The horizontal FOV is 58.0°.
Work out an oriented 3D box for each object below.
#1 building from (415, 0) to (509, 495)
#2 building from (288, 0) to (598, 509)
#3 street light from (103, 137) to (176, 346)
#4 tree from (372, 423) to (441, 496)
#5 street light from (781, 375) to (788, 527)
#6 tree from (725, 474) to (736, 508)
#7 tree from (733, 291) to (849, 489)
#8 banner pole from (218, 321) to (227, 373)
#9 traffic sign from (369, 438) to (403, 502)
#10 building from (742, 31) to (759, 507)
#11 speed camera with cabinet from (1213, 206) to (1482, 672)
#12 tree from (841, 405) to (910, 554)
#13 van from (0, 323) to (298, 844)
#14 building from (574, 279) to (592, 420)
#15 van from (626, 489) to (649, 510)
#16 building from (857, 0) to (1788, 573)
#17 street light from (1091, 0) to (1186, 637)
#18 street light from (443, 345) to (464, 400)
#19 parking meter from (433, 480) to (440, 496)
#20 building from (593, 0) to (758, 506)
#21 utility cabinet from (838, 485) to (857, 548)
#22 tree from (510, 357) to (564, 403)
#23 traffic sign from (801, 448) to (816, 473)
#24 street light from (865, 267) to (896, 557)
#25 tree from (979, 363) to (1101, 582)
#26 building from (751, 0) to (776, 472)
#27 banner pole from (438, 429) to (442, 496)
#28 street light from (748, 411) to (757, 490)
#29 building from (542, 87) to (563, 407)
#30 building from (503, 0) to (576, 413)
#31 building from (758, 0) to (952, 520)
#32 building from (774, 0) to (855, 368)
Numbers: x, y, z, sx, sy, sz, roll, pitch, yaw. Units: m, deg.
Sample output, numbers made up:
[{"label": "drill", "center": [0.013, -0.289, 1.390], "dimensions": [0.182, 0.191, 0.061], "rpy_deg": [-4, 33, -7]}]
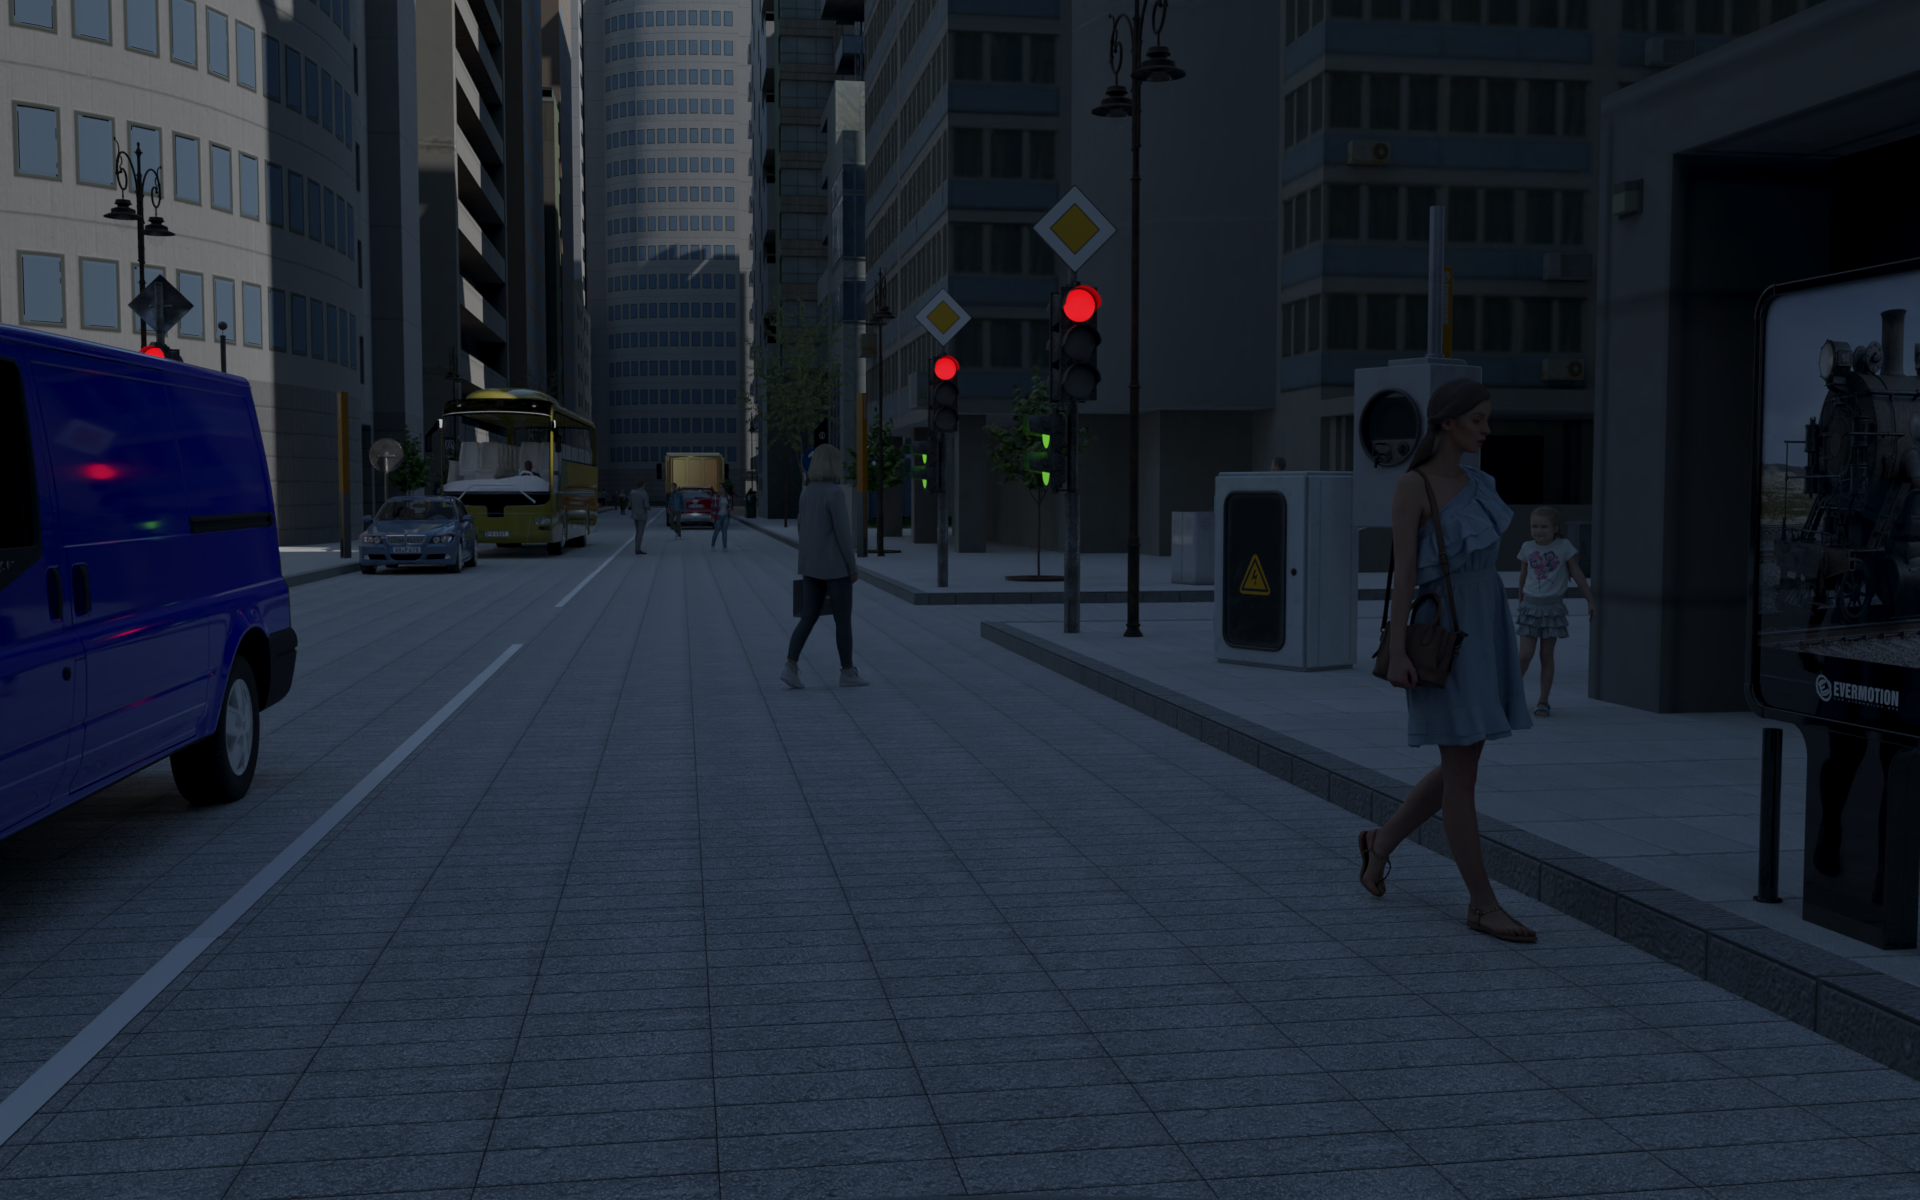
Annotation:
[{"label": "building", "center": [-32.137, -27.690, 76.429], "dimensions": [21.300, 48.544, 21.600], "rpy_deg": [-1, 4, -9]}, {"label": "building", "center": [-54.641, -39.454, 187.063], "dimensions": [28.212, 58.520, 21.231], "rpy_deg": [-1, 4, -9]}, {"label": "street light", "center": [-10.789, -3.066, 22.918], "dimensions": [0.468, 5.910, 1.993], "rpy_deg": [-1, 4, -9]}, {"label": "tree", "center": [-15.154, -3.216, 47.186], "dimensions": [1.663, 3.219, 1.824], "rpy_deg": [0, 3, 0]}, {"label": "street light", "center": [-6.709, -5.732, 66.510], "dimensions": [0.468, 5.910, 1.993], "rpy_deg": [-1, 4, -9]}, {"label": "tree", "center": [-22.225, -10.439, 165.275], "dimensions": [1.663, 3.219, 1.824], "rpy_deg": [0, 3, 0]}, {"label": "tree", "center": [-5.747, -6.821, 61.886], "dimensions": [4.737, 8.622, 4.395], "rpy_deg": [0, 3, 0]}, {"label": "banner pole", "center": [-10.790, -2.165, 25.418], "dimensions": [0.401, 3.779, 0.863], "rpy_deg": [-2, 4, -27]}, {"label": "traffic sign", "center": [-13.108, -2.415, 39.596], "dimensions": [0.768, 2.556, 0.104], "rpy_deg": [0, 4, -2]}, {"label": "building", "center": [-7.895, -32.975, 158.755], "dimensions": [23.786, 49.044, 30.456], "rpy_deg": [-1, 4, -9]}, {"label": "speed camera with cabinet", "center": [2.730, -1.108, 12.454], "dimensions": [0.660, 3.252, 2.038], "rpy_deg": [-3, 4, -36]}, {"label": "tree", "center": [-1.926, -2.637, 37.720], "dimensions": [1.663, 3.219, 1.824], "rpy_deg": [0, 3, 0]}, {"label": "van", "center": [-4.055, -0.119, 6.336], "dimensions": [2.240, 2.365, 5.245], "rpy_deg": [0, 4, -8]}, {"label": "building", "center": [-48.348, -18.934, 154.611], "dimensions": [28.899, 21.520, 27.650], "rpy_deg": [-1, 4, -9]}, {"label": "van", "center": [-28.865, -9.063, 155.193], "dimensions": [2.013, 2.044, 4.112], "rpy_deg": [0, 4, -8]}, {"label": "building", "center": [10.115, -21.529, 43.876], "dimensions": [23.993, 40.220, 32.217], "rpy_deg": [-1, 4, -9]}, {"label": "street light", "center": [1.558, -2.607, 15.412], "dimensions": [0.468, 5.910, 1.993], "rpy_deg": [-1, 4, -9]}, {"label": "street light", "center": [-15.730, -4.963, 53.940], "dimensions": [0.468, 5.910, 1.993], "rpy_deg": [-1, 4, -9]}, {"label": "parking meter", "center": [-20.351, -3.785, 67.593], "dimensions": [0.399, 1.863, 0.255], "rpy_deg": [-2, 4, -28]}, {"label": "building", "center": [-26.704, -39.696, 191.021], "dimensions": [28.212, 58.520, 21.231], "rpy_deg": [-1, 4, -9]}, {"label": "utility cabinet", "center": [-2.643, -1.976, 40.984], "dimensions": [0.318, 1.500, 1.173], "rpy_deg": [-2, 4, -27]}, {"label": "tree", "center": [-23.198, -8.735, 93.182], "dimensions": [4.360, 8.622, 3.978], "rpy_deg": [0, 3, 0]}, {"label": "traffic sign", "center": [-3.970, -2.904, 47.591], "dimensions": [0.768, 2.556, 0.104], "rpy_deg": [0, 4, 0]}, {"label": "street light", "center": [-1.625, -3.834, 35.481], "dimensions": [0.468, 5.910, 1.993], "rpy_deg": [-1, 4, -9]}, {"label": "tree", "center": [1.049, -1.906, 25.771], "dimensions": [1.663, 3.219, 1.824], "rpy_deg": [0, 3, 0]}, {"label": "building", "center": [-1.593, -33.080, 130.092], "dimensions": [28.713, 52.752, 27.495], "rpy_deg": [-1, 4, -9]}, {"label": "banner pole", "center": [-19.700, -4.676, 66.463], "dimensions": [0.863, 3.779, 0.401], "rpy_deg": [-3, 4, -38]}, {"label": "street light", "center": [-11.643, -7.594, 96.950], "dimensions": [0.468, 5.910, 1.993], "rpy_deg": [-1, 4, -9]}, {"label": "building", "center": [-34.481, -21.093, 116.566], "dimensions": [14.160, 30.474, 14.107], "rpy_deg": [-1, 4, -9]}, {"label": "building", "center": [-36.622, -29.384, 130.539], "dimensions": [14.600, 45.320, 14.200], "rpy_deg": [-1, 4, -9]}, {"label": "building", "center": [1.977, -47.102, 82.794], "dimensions": [22.319, 86.520, 31.000], "rpy_deg": [-1, 4, -9]}, {"label": "building", "center": [-4.572, -25.958, 108.001], "dimensions": [14.154, 41.232, 14.086], "rpy_deg": [-1, 4, -9]}]
